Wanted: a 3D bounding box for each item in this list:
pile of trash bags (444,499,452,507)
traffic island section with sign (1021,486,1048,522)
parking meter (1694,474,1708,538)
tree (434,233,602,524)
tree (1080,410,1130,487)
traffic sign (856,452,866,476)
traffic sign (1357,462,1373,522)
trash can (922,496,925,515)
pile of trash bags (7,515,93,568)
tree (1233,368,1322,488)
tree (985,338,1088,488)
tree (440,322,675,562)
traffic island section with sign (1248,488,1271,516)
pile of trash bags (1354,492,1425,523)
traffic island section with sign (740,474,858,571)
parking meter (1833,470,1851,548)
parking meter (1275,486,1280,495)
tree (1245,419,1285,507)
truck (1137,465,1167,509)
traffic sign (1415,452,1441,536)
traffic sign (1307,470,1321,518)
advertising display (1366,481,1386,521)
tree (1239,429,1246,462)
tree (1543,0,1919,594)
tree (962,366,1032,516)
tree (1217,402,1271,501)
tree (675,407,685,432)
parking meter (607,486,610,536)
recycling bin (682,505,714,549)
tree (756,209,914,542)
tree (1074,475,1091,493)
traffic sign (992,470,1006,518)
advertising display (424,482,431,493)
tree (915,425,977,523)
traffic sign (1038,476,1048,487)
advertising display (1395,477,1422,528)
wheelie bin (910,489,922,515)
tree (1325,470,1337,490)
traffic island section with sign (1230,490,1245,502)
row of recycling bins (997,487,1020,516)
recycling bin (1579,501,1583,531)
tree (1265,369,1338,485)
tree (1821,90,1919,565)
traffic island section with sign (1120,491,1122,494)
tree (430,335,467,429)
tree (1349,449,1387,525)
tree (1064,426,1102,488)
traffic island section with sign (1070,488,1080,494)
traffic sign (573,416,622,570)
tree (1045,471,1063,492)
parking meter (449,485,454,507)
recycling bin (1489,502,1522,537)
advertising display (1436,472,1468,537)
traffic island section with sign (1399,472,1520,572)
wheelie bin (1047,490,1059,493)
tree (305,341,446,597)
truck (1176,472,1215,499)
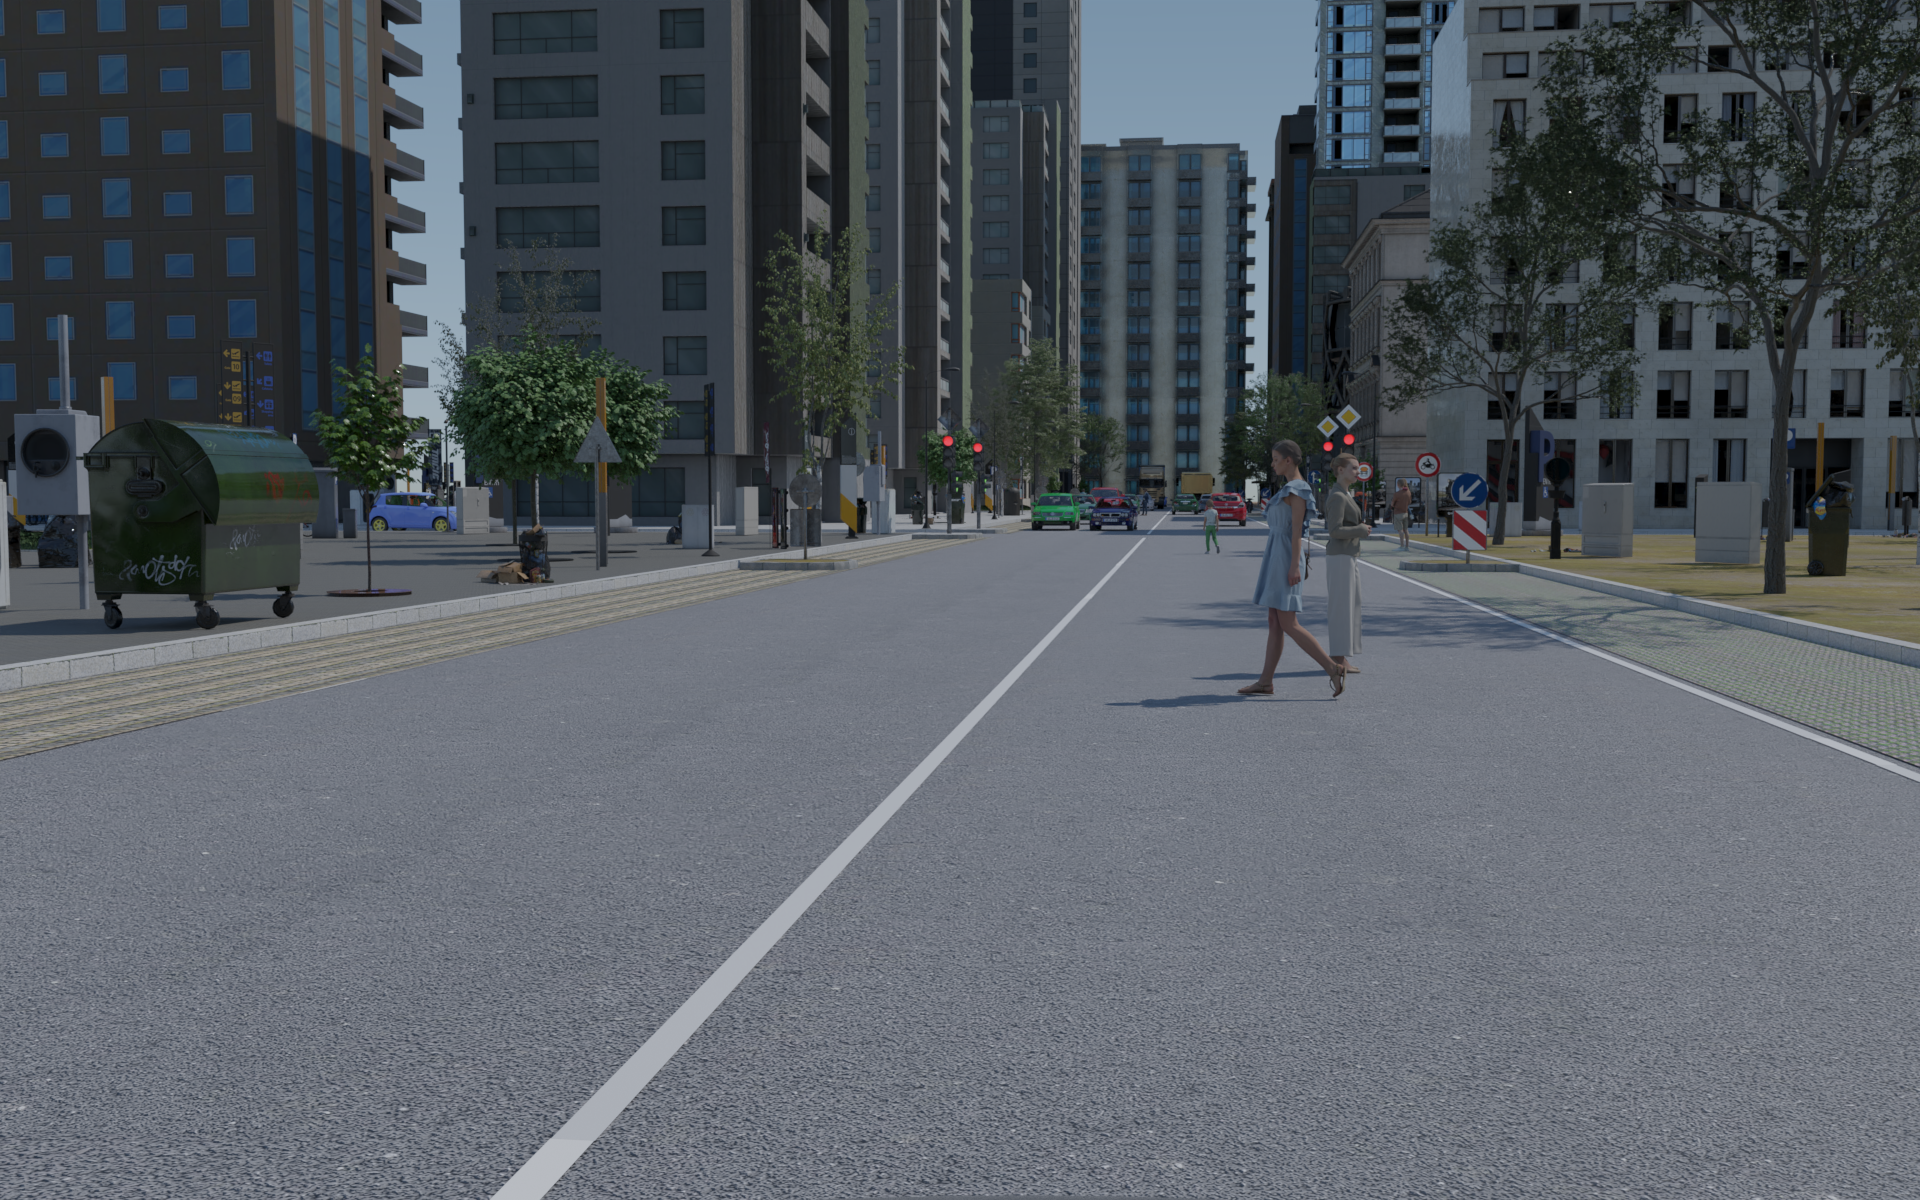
[{"bbox_3d":[-27.677,-4.913,90.080,1.912,1.369,3.447,1,4,9],"label":"pile of trash bags"},{"bbox_3d":[4.179,-4.872,88.289,1.989,1.847,2.006,0,4,7],"label":"traffic island section with sign"},{"bbox_3d":[21.697,-2.753,50.723,0.255,1.863,0.399,3,5,43],"label":"parking meter"},{"bbox_3d":[-12.117,-5.995,48.381,4.360,8.622,3.978,0,3,0],"label":"tree"},{"bbox_3d":[17.530,-17.727,215.585,9.928,11.665,9.643,0,3,0],"label":"tree"},{"bbox_3d":[-3.197,-3.160,51.780,0.768,2.556,0.104,1,4,17],"label":"traffic sign"},{"bbox_3d":[16.054,-4.206,68.871,0.768,2.556,0.104,1,4,12],"label":"traffic sign"},{"bbox_3d":[-2.369,-5.658,104.166,0.748,1.137,0.748,0,3,0],"label":"trash can"},{"bbox_3d":[-17.129,-1.273,30.562,3.447,1.369,1.912,-1,4,-10],"label":"pile of trash bags"},{"bbox_3d":[26.293,-13.220,141.902,9.928,11.665,9.643,0,3,0],"label":"tree"},{"bbox_3d":[5.585,-12.678,125.412,7.486,12.596,7.792,0,3,0],"label":"tree"},{"bbox_3d":[-8.172,-3.031,33.276,4.285,4.588,4.351,0,3,0],"label":"tree"},{"bbox_3d":[19.918,-6.424,113.658,1.989,1.847,2.006,0,4,7],"label":"traffic island section with sign"},{"bbox_3d":[19.229,-4.107,76.895,3.447,1.369,1.912,1,4,10],"label":"pile of trash bags"},{"bbox_3d":[-3.018,-1.501,33.165,1.989,1.847,2.006,0,4,7],"label":"traffic island section with sign"},{"bbox_3d":[21.137,-2.194,41.590,0.399,1.863,0.255,1,4,15],"label":"parking meter"},{"bbox_3d":[24.427,-7.805,133.321,0.399,1.863,0.255,-3,5,-40],"label":"parking meter"},{"bbox_3d":[28.459,-12.725,158.415,4.360,8.622,3.978,0,3,0],"label":"tree"},{"bbox_3d":[18.608,-10.942,167.818,2.839,4.237,11.283,0,4,7],"label":"truck"},{"bbox_3d":[14.251,-3.223,52.810,0.768,2.556,0.104,1,4,12],"label":"traffic sign"},{"bbox_3d":[18.945,-5.654,92.543,0.768,2.556,0.104,1,4,9],"label":"traffic sign"},{"bbox_3d":[20.141,-4.812,83.886,0.974,1.923,0.123,1,4,12],"label":"advertising display"},{"bbox_3d":[30.396,-13.819,176.302,4.360,8.622,3.978,0,3,0],"label":"tree"},{"bbox_3d":[10.225,-5.349,21.867,7.601,10.594,8.767,-2,4,-35],"label":"tree"},{"bbox_3d":[2.246,-9.071,98.678,4.360,8.622,3.978,0,3,0],"label":"tree"},{"bbox_3d":[35.424,-18.036,213.011,7.486,12.596,7.792,0,3,0],"label":"tree"},{"bbox_3d":[-7.746,-3.318,37.969,4.285,4.588,4.351,0,3,0],"label":"tree"},{"bbox_3d":[-10.922,-2.732,53.077,0.372,1.533,0.369,0,3,0],"label":"parking meter"},{"bbox_3d":[-6.133,-1.714,40.573,0.722,1.027,0.722,0,4,-7],"label":"recycling bin"},{"bbox_3d":[-3.575,-5.843,45.895,4.737,8.622,4.395,0,3,0],"label":"tree"},{"bbox_3d":[12.063,-10.858,172.130,1.663,3.219,1.824,0,3,0],"label":"tree"},{"bbox_3d":[2.080,-5.670,92.805,0.768,2.556,0.104,1,4,9],"label":"traffic sign"},{"bbox_3d":[-29.394,-5.531,95.651,0.123,1.923,0.974,0,4,0],"label":"advertising display"},{"bbox_3d":[-0.430,-5.720,77.229,4.285,4.588,4.351,0,3,0],"label":"tree"},{"bbox_3d":[5.737,-7.329,119.932,0.768,2.556,0.104,1,4,13],"label":"traffic sign"},{"bbox_3d":[16.958,-3.692,65.583,0.974,1.923,0.123,2,4,26],"label":"advertising display"},{"bbox_3d":[-2.540,-5.714,101.325,0.693,1.594,0.980,-1,4,-8],"label":"wheelie bin"},{"bbox_3d":[17.634,-5.226,80.045,1.663,3.219,1.824,0,3,0],"label":"tree"},{"bbox_3d":[26.445,-9.479,163.611,1.989,1.847,2.006,0,4,7],"label":"traffic island section with sign"},{"bbox_3d":[2.957,-5.917,103.854,1.069,1.692,3.534,-1,4,-8],"label":"row of recycling bins"},{"bbox_3d":[22.038,-2.931,60.468,0.722,1.027,0.722,2,4,29],"label":"recycling bin"},{"bbox_3d":[20.457,-9.300,102.414,4.737,8.622,4.395,0,3,0],"label":"tree"},{"bbox_3d":[17.390,-4.929,30.947,4.360,8.622,3.978,0,3,0],"label":"tree"},{"bbox_3d":[17.794,-11.251,192.579,1.989,1.847,2.006,0,4,7],"label":"traffic island section with sign"},{"bbox_3d":[-22.239,-7.901,79.545,4.737,8.622,4.395,0,3,0],"label":"tree"},{"bbox_3d":[17.071,-4.790,72.926,1.663,3.219,1.824,0,3,0],"label":"tree"},{"bbox_3d":[13.065,-14.398,185.765,4.360,8.622,3.978,0,3,0],"label":"tree"},{"bbox_3d":[7.678,-6.507,115.017,1.989,1.847,2.006,0,4,7],"label":"traffic island section with sign"},{"bbox_3d":[-6.082,-1.775,29.028,0.884,2.594,0.081,1,4,16],"label":"traffic sign"},{"bbox_3d":[7.282,-8.754,137.726,1.663,3.219,1.824,0,3,0],"label":"tree"},{"bbox_3d":[-33.000,-6.534,112.541,0.255,1.863,0.399,0,4,1],"label":"parking meter"},{"bbox_3d":[16.374,-2.411,51.977,0.722,1.027,0.722,0,4,-7],"label":"recycling bin"},{"bbox_3d":[14.635,-2.826,51.419,0.974,1.923,0.123,0,4,0],"label":"advertising display"},{"bbox_3d":[9.340,-1.463,32.554,1.989,1.847,2.006,0,4,7],"label":"traffic island section with sign"},{"bbox_3d":[7.300,-7.610,132.337,0.980,1.594,0.693,0,4,3],"label":"wheelie bin"},{"bbox_3d":[-7.393,-1.676,22.011,1.663,3.219,1.824,0,3,0],"label":"tree"},{"bbox_3d":[20.624,-9.499,151.236,3.469,3.379,9.791,0,4,7],"label":"truck"}]
